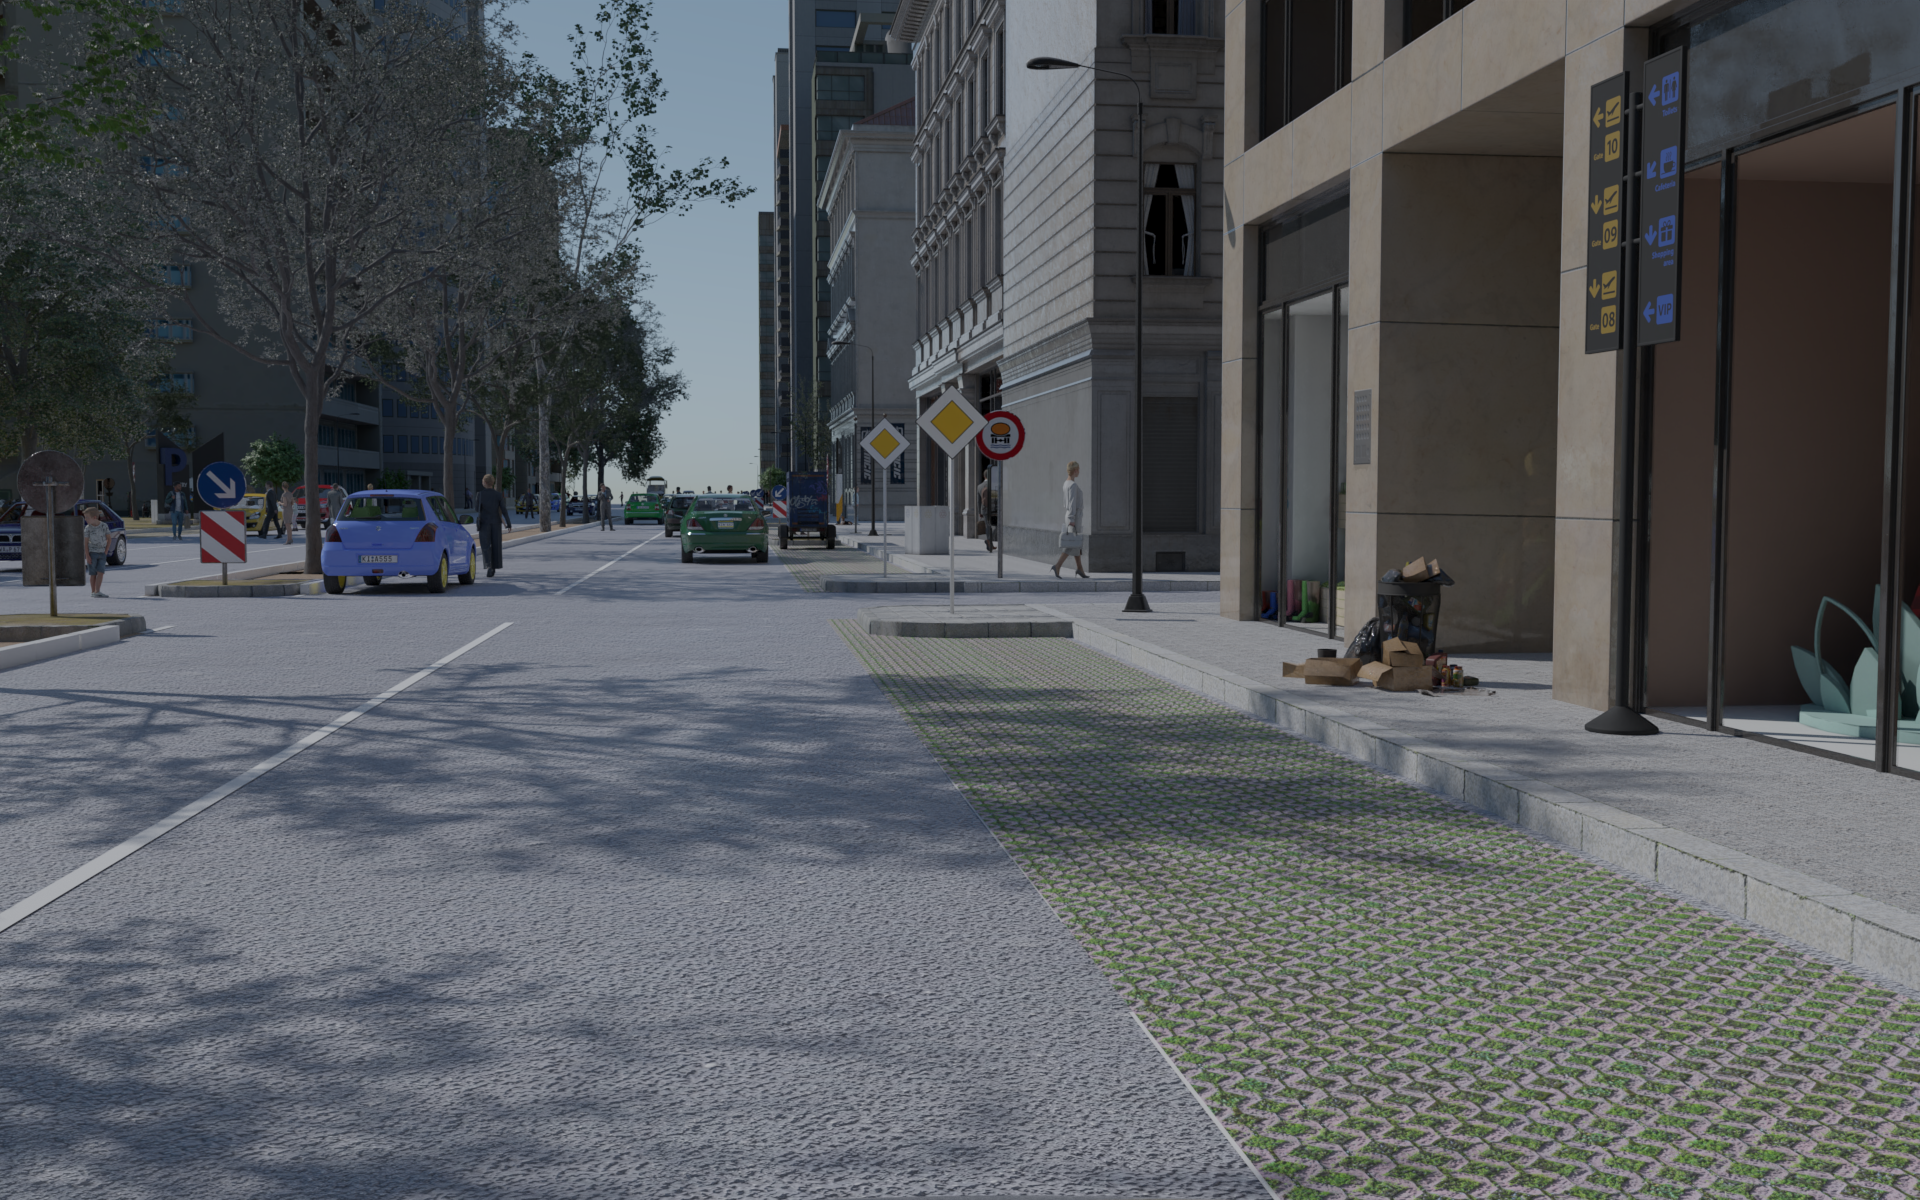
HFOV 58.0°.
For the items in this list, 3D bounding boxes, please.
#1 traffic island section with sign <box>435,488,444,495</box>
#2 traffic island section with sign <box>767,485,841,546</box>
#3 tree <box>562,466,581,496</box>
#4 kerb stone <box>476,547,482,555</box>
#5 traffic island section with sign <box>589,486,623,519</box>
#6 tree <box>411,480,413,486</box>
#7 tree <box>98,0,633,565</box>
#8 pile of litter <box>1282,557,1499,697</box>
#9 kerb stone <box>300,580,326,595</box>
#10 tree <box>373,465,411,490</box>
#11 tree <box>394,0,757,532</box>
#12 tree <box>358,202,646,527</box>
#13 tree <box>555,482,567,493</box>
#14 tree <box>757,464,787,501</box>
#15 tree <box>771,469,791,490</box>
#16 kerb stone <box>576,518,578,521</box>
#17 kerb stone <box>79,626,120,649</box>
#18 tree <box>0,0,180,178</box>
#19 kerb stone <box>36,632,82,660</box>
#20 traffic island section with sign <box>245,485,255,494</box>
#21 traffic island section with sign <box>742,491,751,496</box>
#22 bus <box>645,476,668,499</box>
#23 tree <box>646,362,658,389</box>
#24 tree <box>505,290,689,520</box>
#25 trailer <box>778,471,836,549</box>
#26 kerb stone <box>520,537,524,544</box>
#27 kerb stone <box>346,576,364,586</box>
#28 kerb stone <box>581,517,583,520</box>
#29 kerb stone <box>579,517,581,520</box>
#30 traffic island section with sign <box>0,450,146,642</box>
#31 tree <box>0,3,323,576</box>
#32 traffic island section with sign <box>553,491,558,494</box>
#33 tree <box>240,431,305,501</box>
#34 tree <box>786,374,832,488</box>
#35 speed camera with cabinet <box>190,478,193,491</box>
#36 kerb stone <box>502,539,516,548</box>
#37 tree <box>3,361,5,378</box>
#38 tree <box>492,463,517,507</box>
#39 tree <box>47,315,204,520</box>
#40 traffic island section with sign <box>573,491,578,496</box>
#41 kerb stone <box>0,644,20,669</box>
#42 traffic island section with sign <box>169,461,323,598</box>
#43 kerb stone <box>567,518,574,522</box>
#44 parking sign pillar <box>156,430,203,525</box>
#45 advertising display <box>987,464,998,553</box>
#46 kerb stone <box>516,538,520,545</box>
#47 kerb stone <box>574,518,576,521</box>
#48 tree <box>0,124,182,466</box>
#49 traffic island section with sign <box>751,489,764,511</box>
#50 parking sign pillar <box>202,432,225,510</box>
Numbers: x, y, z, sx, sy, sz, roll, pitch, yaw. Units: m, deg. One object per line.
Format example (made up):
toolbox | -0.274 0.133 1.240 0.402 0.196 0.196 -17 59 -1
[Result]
traffic island section with sign | -36.594 -6.914 121.678 1.989 1.847 2.006 0 4 -8
traffic island section with sign | -4.400 -2.447 48.632 1.989 1.847 2.006 0 4 -8
tree | -56.498 -18.472 252.373 4.737 8.622 4.395 0 3 0
kerb stone | -11.682 -1.233 42.366 0.120 0.150 1.000 0 4 -8
traffic island section with sign | -20.392 -5.581 99.382 2.006 1.907 1.989 0 4 -8
tree | -38.249 -7.586 118.625 1.663 3.219 1.824 0 3 0
tree | -12.792 -7.963 43.023 12.009 13.543 11.850 0 3 0
pile of litter | 2.867 0.138 11.703 1.176 0.858 1.719 -1 4 -11
kerb stone | -9.368 -0.176 25.077 0.120 0.150 1.000 0 4 -8
tree | -37.433 -7.279 113.614 1.663 3.219 1.824 0 3 0
tree | -14.256 -12.564 63.775 12.611 20.169 13.585 0 3 0
tree | -14.504 -7.149 53.757 8.767 10.594 7.601 0 4 -8
tree | -53.676 -14.657 234.234 1.663 3.219 1.824 0 3 0
tree | -19.815 -12.297 184.762 4.285 4.588 4.351 0 3 0
tree | -15.620 -9.541 150.598 1.663 3.219 1.824 0 3 0
kerb stone | -20.286 -4.200 90.872 0.120 0.150 1.000 0 4 -8
kerb stone | -8.214 0.355 16.437 0.120 0.150 1.000 0 4 -8
tree | -9.068 -5.206 13.334 9.928 11.665 9.643 0 3 0
kerb stone | -8.082 0.420 15.405 0.120 0.150 1.000 0 4 -8
traffic island section with sign | -30.049 -3.925 72.797 1.989 1.847 2.006 0 4 -8
traffic island section with sign | -14.581 -7.104 124.782 1.989 1.847 2.006 0 4 -8
bus | -41.634 -15.074 238.005 2.896 3.916 12.252 0 4 -8
tree | -17.102 -8.385 73.965 8.767 10.594 7.601 0 4 -8
tree | -19.648 -10.707 94.522 9.611 12.733 9.660 0 3 0
trailer | -4.064 -2.359 45.625 1.471 1.999 3.904 0 4 -7
kerb stone | -12.637 -1.665 49.487 0.120 0.150 1.000 0 4 -8
kerb stone | -9.780 -0.359 28.134 0.120 0.150 1.000 0 4 -8
kerb stone | -20.703 -4.384 93.915 0.120 0.150 1.000 0 4 -8
kerb stone | -20.562 -4.324 92.898 0.120 0.150 1.000 0 4 -8
traffic island section with sign | -9.442 -0.577 17.563 2.006 1.907 1.989 0 4 -8
tree | -11.554 -7.203 30.592 12.009 13.543 11.850 0 3 0
traffic island section with sign | -47.600 -11.943 203.888 1.989 1.847 2.006 0 4 -8
tree | -35.367 -6.472 89.536 4.285 4.588 4.351 0 3 0
tree | -8.878 -9.501 105.707 4.360 8.622 3.978 0 3 0
speed camera with cabinet | -42.946 -6.224 96.100 0.660 3.252 2.038 2 4 33
kerb stone | -12.359 -1.537 47.455 0.120 0.150 1.000 0 4 -8
tree | -35.140 -7.147 67.219 4.360 8.622 3.978 0 3 0
tree | -46.266 -11.650 174.191 4.285 4.588 4.351 0 3 0
tree | -40.550 -9.164 84.246 7.601 10.594 8.767 0 4 0
traffic island section with sign | -51.229 -13.606 231.086 1.989 1.847 2.006 0 4 -8
kerb stone | -7.940 0.477 14.392 0.120 0.150 1.000 0 4 -8
traffic island section with sign | -10.415 -1.026 24.906 2.006 1.907 1.989 0 4 -8
kerb stone | -20.025 -4.075 88.827 0.120 0.150 1.000 0 4 -8
parking sign pillar | -33.231 -5.180 73.159 1.447 3.967 1.447 2 4 26
advertising display | 1.034 -2.004 37.981 0.974 1.923 0.123 -2 4 -32
kerb stone | -12.504 -1.607 48.474 0.120 0.150 1.000 0 4 -8
kerb stone | -20.156 -4.138 89.852 0.120 0.150 1.000 0 4 -8
tree | -30.963 -9.201 57.100 9.857 13.997 8.962 0 3 0
traffic island section with sign | -8.005 -4.096 75.605 1.989 1.847 2.006 0 4 -8
parking sign pillar | -32.542 -5.299 75.118 1.447 3.967 1.447 -1 4 -11
